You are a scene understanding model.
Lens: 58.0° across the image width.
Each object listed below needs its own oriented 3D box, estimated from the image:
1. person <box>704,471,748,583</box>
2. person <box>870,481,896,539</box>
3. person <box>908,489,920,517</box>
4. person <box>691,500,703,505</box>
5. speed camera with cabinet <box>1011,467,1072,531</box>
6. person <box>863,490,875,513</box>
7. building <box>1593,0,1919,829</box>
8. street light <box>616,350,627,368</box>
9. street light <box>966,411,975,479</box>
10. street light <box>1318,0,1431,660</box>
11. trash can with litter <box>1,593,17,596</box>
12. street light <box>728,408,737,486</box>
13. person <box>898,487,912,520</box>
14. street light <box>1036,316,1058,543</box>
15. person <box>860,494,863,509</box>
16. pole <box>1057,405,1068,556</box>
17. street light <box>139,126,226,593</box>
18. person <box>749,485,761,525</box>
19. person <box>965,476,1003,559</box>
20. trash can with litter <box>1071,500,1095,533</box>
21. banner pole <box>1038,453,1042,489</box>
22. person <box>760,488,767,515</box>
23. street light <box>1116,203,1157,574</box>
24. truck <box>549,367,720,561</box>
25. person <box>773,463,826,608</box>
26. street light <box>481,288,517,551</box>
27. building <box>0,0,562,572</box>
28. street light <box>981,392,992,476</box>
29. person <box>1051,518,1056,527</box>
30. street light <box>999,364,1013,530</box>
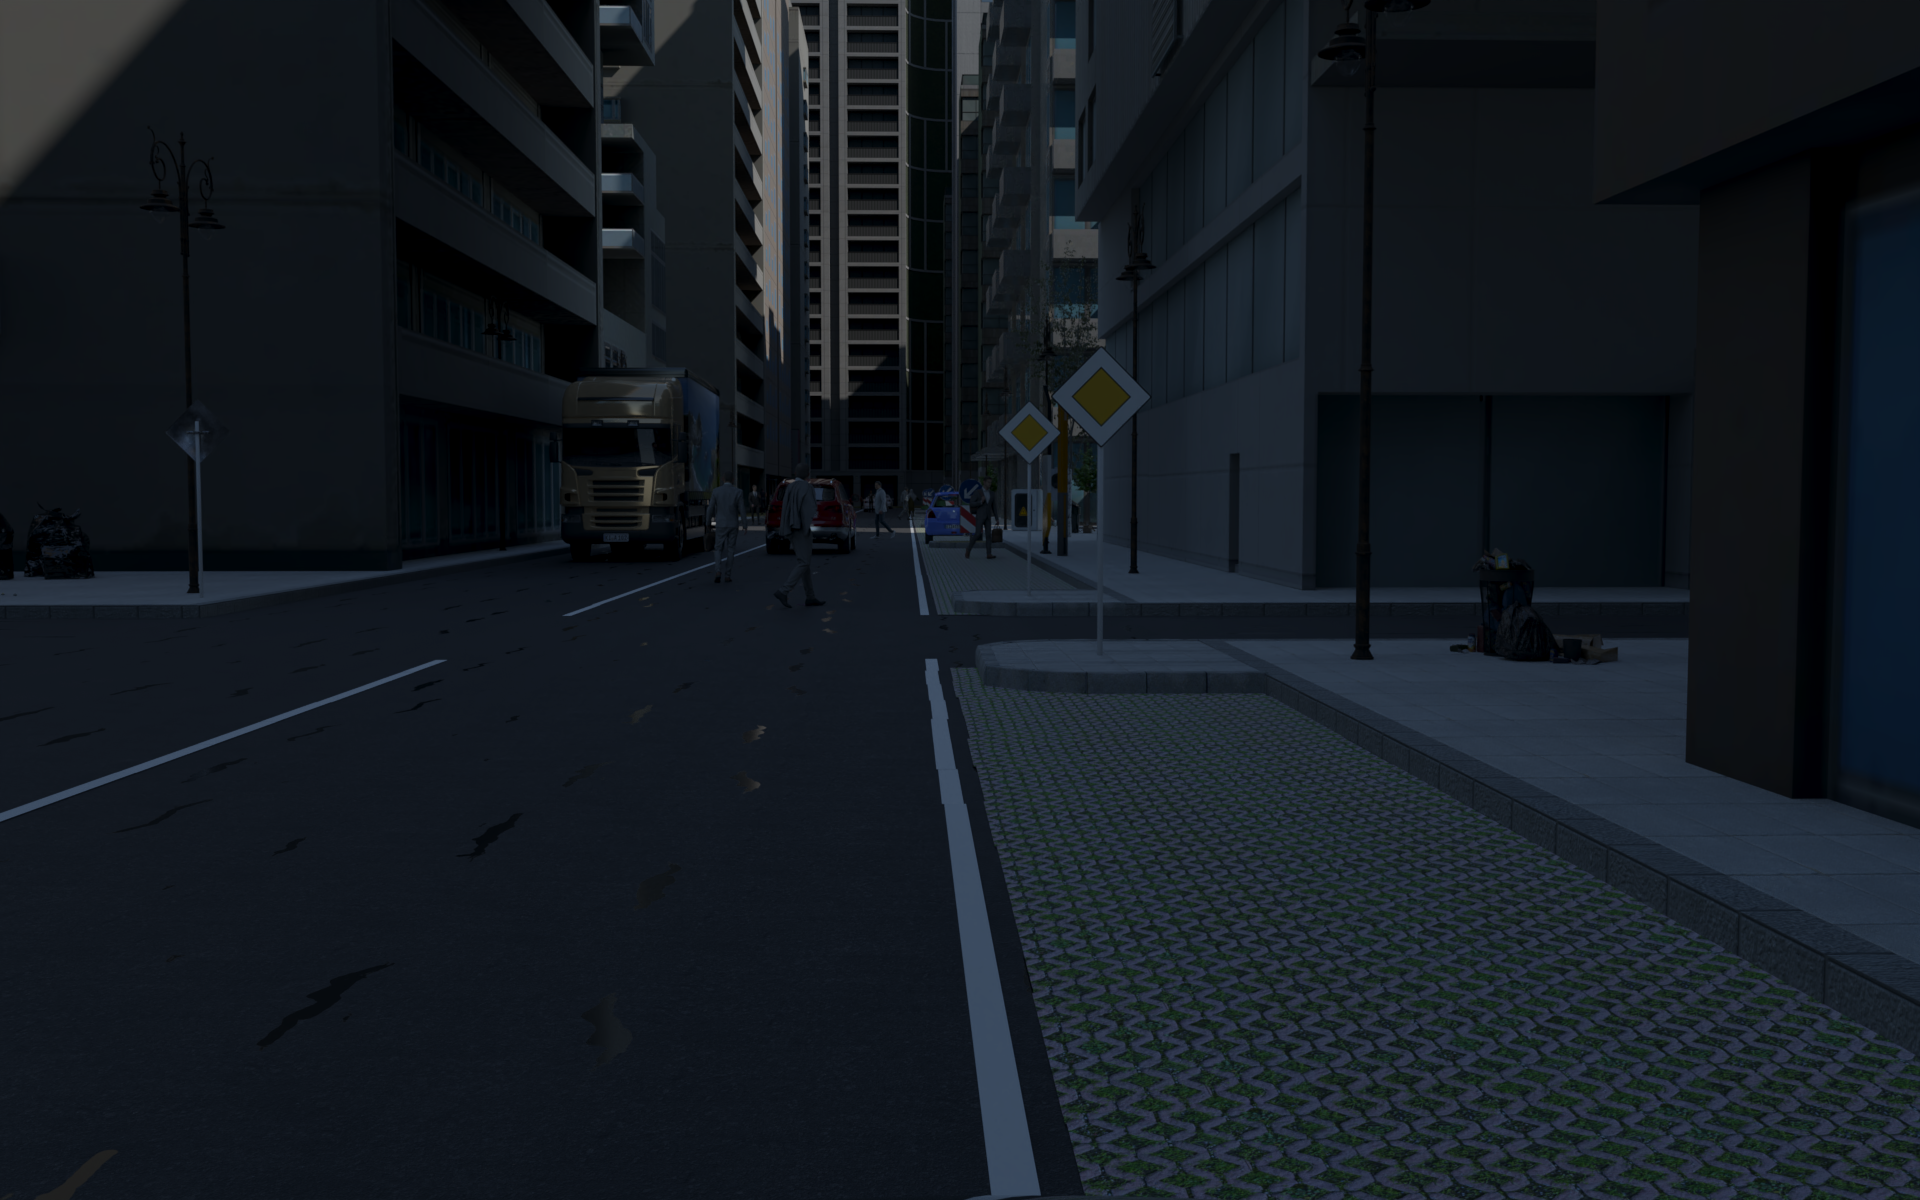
[{"bbox_3d":[-3.818,-1.200,28.243,0.709,1.813,0.853,0,4,-7],"label":"person"},{"bbox_3d":[-2.474,-2.875,55.349,0.795,1.843,0.661,-1,4,-17],"label":"person"},{"bbox_3d":[-3.074,-6.060,108.311,1.217,1.736,0.721,-1,4,-20],"label":"person"},{"bbox_3d":[-7.263,-2.395,47.468,0.447,1.846,0.655,0,4,-2],"label":"person"},{"bbox_3d":[2.824,-4.021,60.076,2.038,3.252,0.660,1,4,22],"label":"speed camera with cabinet"},{"bbox_3d":[-6.858,-7.574,133.055,1.217,1.735,0.721,1,4,21],"label":"person"},{"bbox_3d":[10.221,-21.425,0.415,14.600,45.320,14.200,0,4,-2],"label":"building"},{"bbox_3d":[-10.865,-5.077,55.790,0.468,5.910,1.993,0,4,-2],"label":"street light"},{"bbox_3d":[0.585,-7.541,96.088,0.468,5.910,1.993,0,4,-2],"label":"street light"},{"bbox_3d":[3.126,-2.477,13.285,0.468,5.910,1.993,0,4,-2],"label":"street light"},{"bbox_3d":[-12.975,-0.681,22.198,1.678,1.210,2.233,-2,4,-24],"label":"trash can with litter"},{"bbox_3d":[-11.958,-7.233,91.042,0.468,5.910,1.993,0,4,-2],"label":"street light"},{"bbox_3d":[-3.023,-5.313,95.460,0.850,1.850,0.679,0,4,-4],"label":"person"},{"bbox_3d":[2.250,-4.418,45.020,0.468,5.910,1.993,0,4,-2],"label":"street light"},{"bbox_3d":[-9.256,-9.269,163.304,0.557,1.426,1.065,1,4,15],"label":"person"},{"bbox_3d":[2.123,-2.565,35.779,0.158,3.312,0.155,0,3,0],"label":"pole"},{"bbox_3d":[-9.922,-3.026,22.260,0.468,5.910,1.993,0,4,-2],"label":"street light"},{"bbox_3d":[-9.544,-4.444,80.938,0.659,1.850,0.755,-1,4,-23],"label":"person"},{"bbox_3d":[0.520,-1.810,38.063,0.622,1.834,0.822,-3,5,-39],"label":"person"},{"bbox_3d":[3.919,-2.774,56.741,1.055,1.170,0.624,1,4,15],"label":"trash can with litter"},{"bbox_3d":[2.909,-4.458,62.897,0.401,3.779,0.863,1,4,13],"label":"banner pole"},{"bbox_3d":[-12.311,-6.172,108.427,0.415,1.643,0.593,2,4,30],"label":"person"},{"bbox_3d":[2.810,-3.367,27.836,0.468,5.910,1.993,0,4,-2],"label":"street light"},{"bbox_3d":[-7.358,-3.166,40.681,2.839,4.237,11.283,0,4,-3],"label":"truck"},{"bbox_3d":[-2.011,-0.816,21.948,0.850,1.850,0.679,-3,5,-40],"label":"person"},{"bbox_3d":[-10.346,-4.051,39.026,0.468,5.910,1.993,0,4,-2],"label":"street light"},{"bbox_3d":[-20.488,-25.307,37.468,21.300,48.544,21.600,0,4,-2],"label":"building"},{"bbox_3d":[1.199,-6.468,78.547,0.468,5.910,1.993,0,4,-2],"label":"street light"},{"bbox_3d":[3.281,-3.614,65.877,0.760,1.731,0.466,-1,4,-15],"label":"person"},{"bbox_3d":[1.625,-5.443,61.780,0.468,5.910,1.993,0,4,-2],"label":"street light"}]
